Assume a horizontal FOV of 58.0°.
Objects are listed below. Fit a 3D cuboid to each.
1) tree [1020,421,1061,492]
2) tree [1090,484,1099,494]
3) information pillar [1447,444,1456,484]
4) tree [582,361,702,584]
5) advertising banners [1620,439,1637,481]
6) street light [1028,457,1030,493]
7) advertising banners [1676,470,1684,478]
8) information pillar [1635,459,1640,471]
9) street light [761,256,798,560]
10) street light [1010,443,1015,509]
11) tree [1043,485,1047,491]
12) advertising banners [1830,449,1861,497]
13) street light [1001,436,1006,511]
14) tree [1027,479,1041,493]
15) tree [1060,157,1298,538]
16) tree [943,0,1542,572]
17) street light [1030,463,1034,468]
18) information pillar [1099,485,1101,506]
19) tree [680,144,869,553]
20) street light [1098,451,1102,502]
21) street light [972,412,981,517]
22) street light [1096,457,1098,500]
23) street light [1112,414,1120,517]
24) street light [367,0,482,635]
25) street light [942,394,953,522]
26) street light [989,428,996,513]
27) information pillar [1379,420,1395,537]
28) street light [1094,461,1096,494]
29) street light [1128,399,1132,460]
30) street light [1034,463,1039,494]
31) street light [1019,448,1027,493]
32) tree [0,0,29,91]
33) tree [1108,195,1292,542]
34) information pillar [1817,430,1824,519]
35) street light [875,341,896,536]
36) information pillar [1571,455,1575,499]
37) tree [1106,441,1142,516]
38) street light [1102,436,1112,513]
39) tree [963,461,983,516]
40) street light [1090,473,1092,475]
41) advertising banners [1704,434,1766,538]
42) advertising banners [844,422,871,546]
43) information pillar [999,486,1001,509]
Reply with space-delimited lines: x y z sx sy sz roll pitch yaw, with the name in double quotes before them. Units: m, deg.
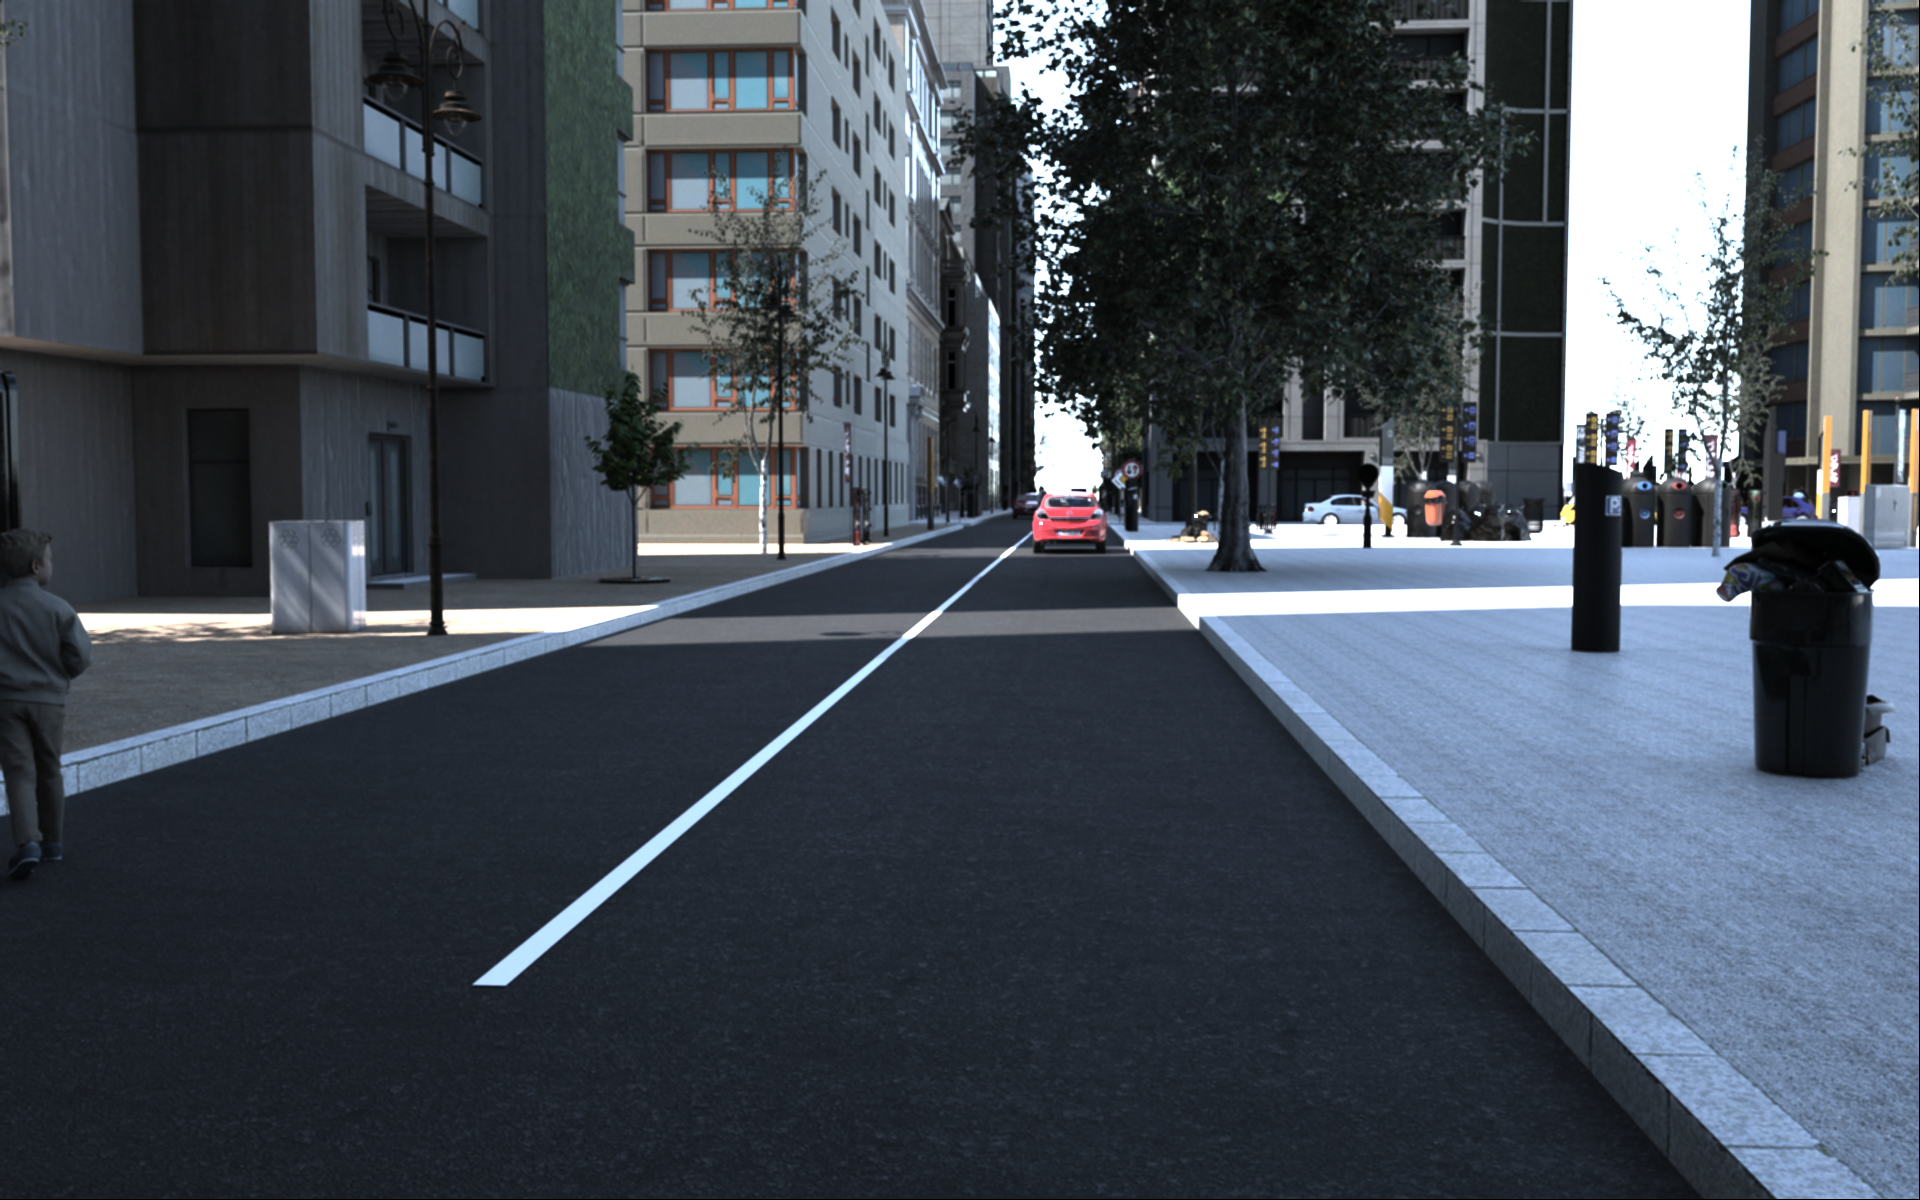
"tree" 9.080 -17.560 221.513 8.767 10.594 7.601 1 4 17
"tree" 21.169 -17.002 272.591 1.663 3.219 1.824 0 3 0
"information pillar" 21.938 -5.241 77.042 0.504 3.616 0.183 0 4 -2
"tree" -4.812 -1.861 25.026 1.663 3.219 1.824 0 3 0
"advertising banners" 21.100 -3.640 55.694 0.090 3.025 2.074 -1 4 -13
"street light" 7.250 -13.408 192.005 0.468 5.910 1.993 0 4 4
"advertising banners" 51.730 -7.965 126.414 2.074 3.025 0.090 3 4 38
"information pillar" 45.339 -7.635 116.187 0.504 3.616 0.183 2 4 28
"street light" -3.502 -3.732 33.804 0.468 5.910 1.993 0 4 4
"street light" 4.729 -11.169 155.394 0.468 5.910 1.993 0 4 4
"tree" 13.273 -17.780 285.295 1.663 3.219 1.824 0 3 0
"advertising banners" 34.933 -4.373 67.693 2.074 3.025 0.090 1 4 10
"street light" 3.347 -9.876 134.259 0.468 5.910 1.993 0 4 4
"tree" 8.846 -13.572 216.496 1.663 3.219 1.824 0 3 0
"tree" 6.952 -7.637 50.614 9.928 11.665 9.643 0 3 0
"tree" 4.570 -6.833 28.724 9.611 12.733 9.660 0 3 0
"street light" 8.497 -14.576 211.099 0.468 5.910 1.993 0 4 4
"information pillar" 11.770 -8.566 144.551 0.304 2.012 0.304 -1 4 -12
"tree" -4.176 -5.331 37.518 4.360 8.622 3.978 0 3 0
"street light" 12.866 -11.148 155.065 0.468 5.910 1.993 0 4 4
"street light" 0.928 -7.641 97.726 0.468 5.910 1.993 0 4 4
"street light" 14.163 -12.274 173.474 0.468 5.910 1.993 0 4 4
"street light" 8.982 -7.638 97.669 0.468 5.910 1.993 0 4 4
"street light" -4.767 -2.619 15.615 0.468 5.910 1.993 0 4 4
"street light" -0.548 -6.497 79.019 0.468 5.910 1.993 0 4 4
"street light" 2.141 -8.763 116.067 0.468 5.910 1.993 0 4 4
"information pillar" 12.633 -3.664 51.269 0.504 3.616 0.183 -2 4 -27
"street light" 15.421 -13.423 192.247 0.468 5.910 1.993 0 4 4
"street light" 7.748 -6.525 79.479 0.468 5.910 1.993 0 4 4
"street light" 9.816 -15.688 229.283 0.468 5.910 1.993 0 4 4
"street light" 6.162 -12.295 173.804 0.468 5.910 1.993 0 4 4
"tree" -10.368 -3.920 14.460 4.360 8.622 3.978 0 3 0
"tree" 5.799 -5.364 38.059 4.737 8.622 4.395 0 3 0
"information pillar" 29.658 -4.171 59.551 0.504 3.616 0.183 -3 4 -36
"street light" -2.249 -4.880 52.568 0.468 5.910 1.993 0 4 4
"information pillar" 36.972 -6.891 104.014 0.504 3.616 0.183 2 4 32
"tree" 10.185 -7.278 102.701 4.285 4.588 4.351 0 3 0
"street light" 11.529 -9.901 134.663 0.468 5.910 1.993 0 4 4
"tree" 0.521 -6.532 101.394 1.663 3.219 1.824 0 3 0
"street light" 18.591 -16.292 239.157 0.468 5.910 1.993 0 4 4
"advertising banners" 22.596 -3.330 50.632 2.074 3.025 0.090 -1 4 -9
"advertising banners" -2.559 -2.864 43.014 0.090 3.025 2.074 1 4 15
"information pillar" 3.385 -9.051 152.482 0.304 2.012 0.304 3 5 44
